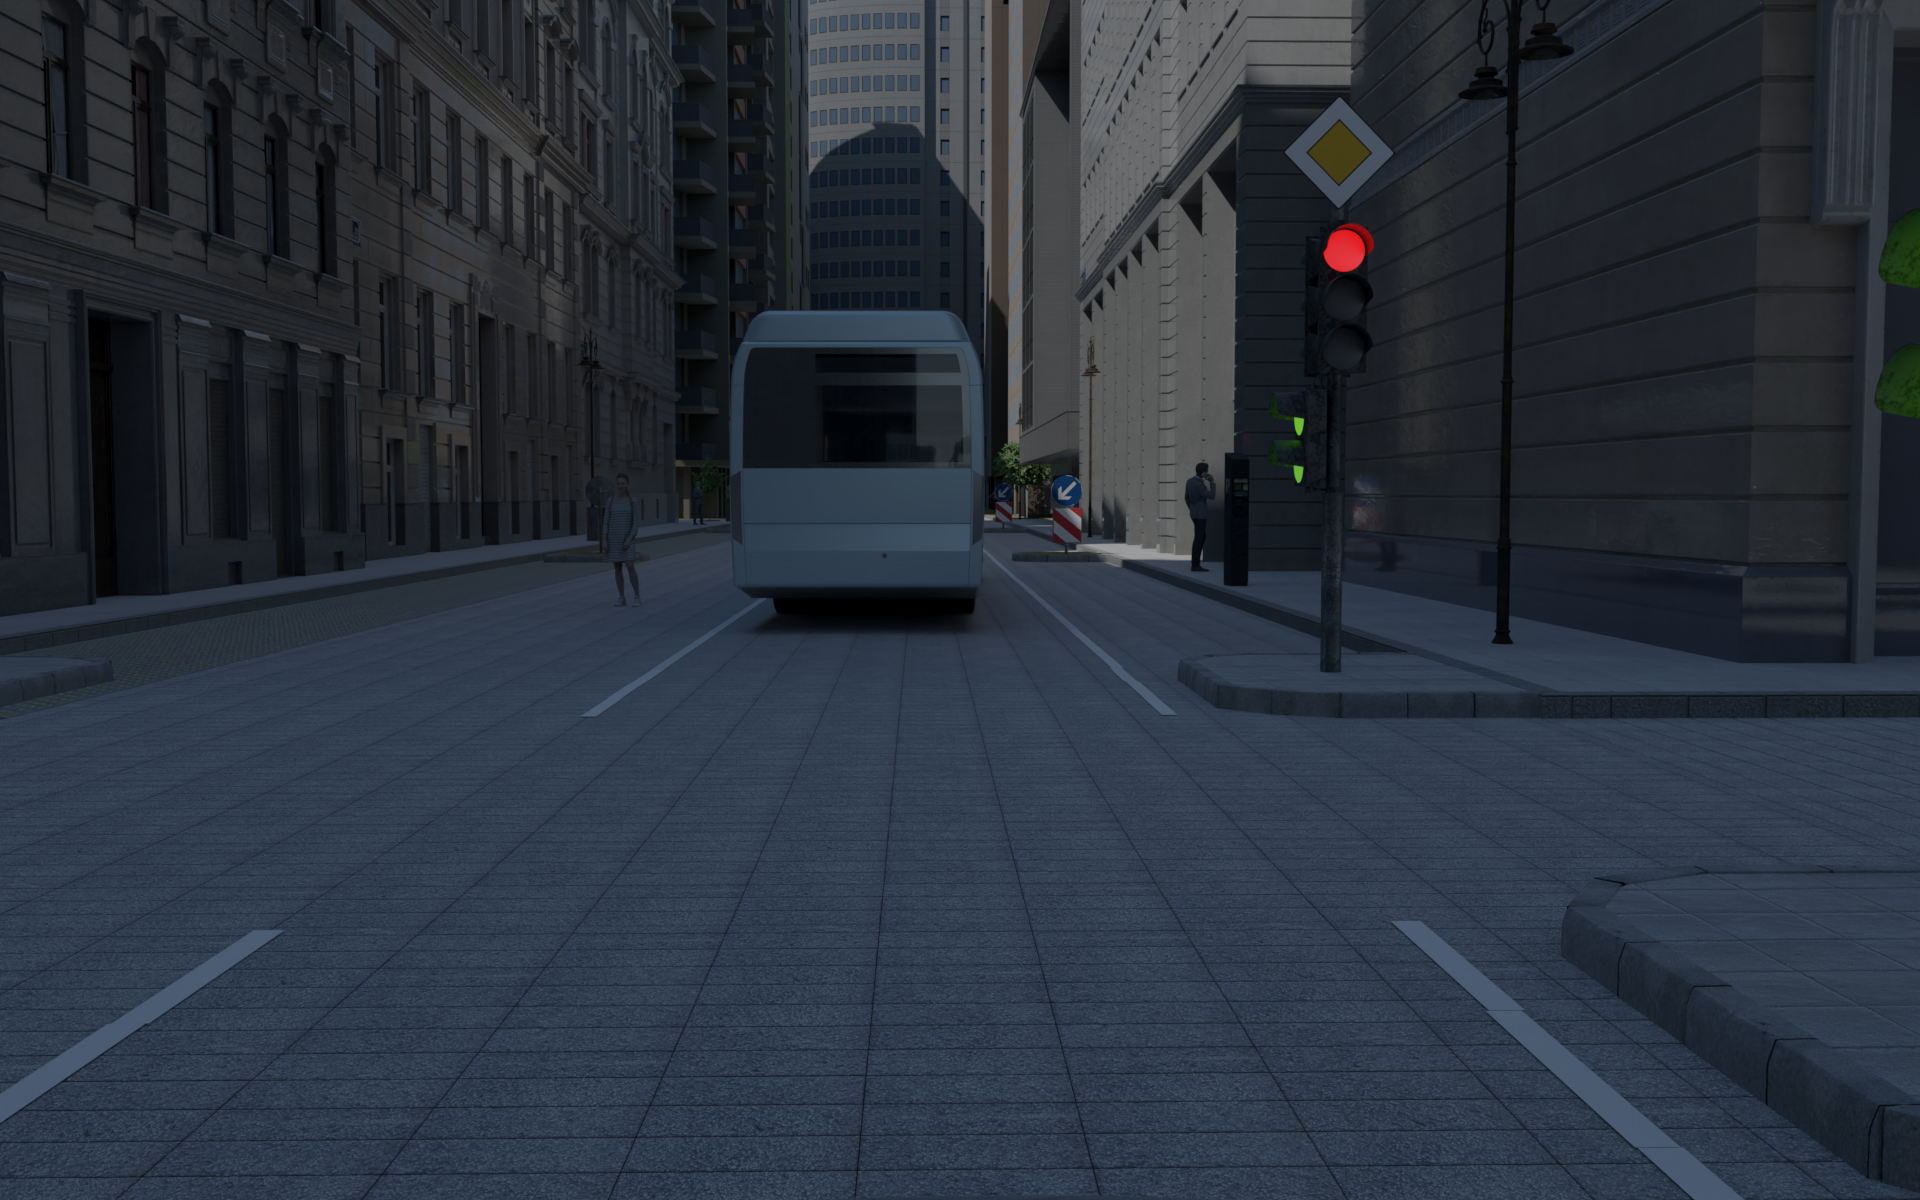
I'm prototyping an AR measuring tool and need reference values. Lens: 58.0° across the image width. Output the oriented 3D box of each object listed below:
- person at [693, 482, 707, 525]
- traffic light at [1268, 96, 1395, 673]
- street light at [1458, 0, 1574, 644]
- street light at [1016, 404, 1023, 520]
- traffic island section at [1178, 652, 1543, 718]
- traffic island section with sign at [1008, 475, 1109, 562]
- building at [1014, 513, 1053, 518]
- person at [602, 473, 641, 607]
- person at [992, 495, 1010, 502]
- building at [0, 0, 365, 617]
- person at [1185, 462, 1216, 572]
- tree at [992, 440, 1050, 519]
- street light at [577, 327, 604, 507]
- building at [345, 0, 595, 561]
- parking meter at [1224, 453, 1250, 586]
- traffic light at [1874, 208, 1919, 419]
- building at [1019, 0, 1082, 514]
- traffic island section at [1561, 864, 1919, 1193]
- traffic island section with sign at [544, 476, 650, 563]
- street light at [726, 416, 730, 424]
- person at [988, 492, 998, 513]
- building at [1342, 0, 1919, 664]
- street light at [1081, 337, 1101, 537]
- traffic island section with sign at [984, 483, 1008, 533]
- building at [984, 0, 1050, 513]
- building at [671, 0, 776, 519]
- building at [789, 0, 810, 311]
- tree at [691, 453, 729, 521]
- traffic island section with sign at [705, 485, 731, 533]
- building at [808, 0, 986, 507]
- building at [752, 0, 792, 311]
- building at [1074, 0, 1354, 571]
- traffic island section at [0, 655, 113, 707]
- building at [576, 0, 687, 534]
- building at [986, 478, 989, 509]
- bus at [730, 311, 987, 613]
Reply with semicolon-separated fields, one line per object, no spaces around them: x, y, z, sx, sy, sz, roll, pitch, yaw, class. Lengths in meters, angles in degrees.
-10.830;-4.031;72.128;0.590;1.801;0.661;1;4;20;person
2.658;-1.436;12.400;0.839;4.253;0.868;0;4;-1;traffic light
4.656;-2.563;14.691;0.468;5.910;1.993;0;4;-1;street light
3.009;-6.982;86.940;0.468;5.910;1.993;0;4;-1;street light
2.699;0.597;12.515;2.009;0.180;2.903;0;4;-1;traffic island section
2.134;-1.757;37.348;1.989;1.847;2.006;0;4;-1;traffic island section with sign
10.043;-27.464;99.145;14.600;45.320;14.200;0;4;-1;building
-4.311;-0.773;22.150;0.512;1.701;0.522;0;4;3;person
2.694;-6.586;114.447;1.217;1.735;0.721;1;4;19;person
-14.756;-10.467;20.290;9.793;20.994;18.267;0;4;-1;building
3.989;-1.377;28.746;0.473;1.802;0.592;0;4;-1;person
3.400;-6.583;91.342;4.285;4.588;4.351;0;3;0;tree
-10.222;-4.607;48.105;0.468;5.910;1.993;0;4;-1;street light
-17.197;-14.950;41.691;12.463;27.353;25.104;0;4;-1;building
3.863;-1.131;24.199;0.255;1.863;0.399;-1;4;-10;parking meter
2.844;-0.948;4.417;0.839;4.253;0.868;0;4;-1;traffic light
10.428;-15.520;72.812;14.314;24.678;30.058;0;4;-1;building
2.884;1.086;4.532;2.009;0.180;2.903;0;4;-1;traffic island section
-7.692;-1.732;36.939;1.989;1.847;2.006;0;4;-1;traffic island section with sign
-11.031;-6.800;83.966;0.468;5.910;1.993;0;4;-1;street light
2.447;-6.854;118.812;1.217;1.736;0.721;2;4;30;person
15.487;-14.237;18.677;20.117;28.700;13.634;0;4;-1;building
3.847;-4.790;51.099;0.468;5.910;1.993;0;4;-1;street light
1.482;-3.423;64.587;1.989;1.847;2.006;0;4;-1;traffic island section with sign
9.173;-30.078;141.880;14.600;45.320;14.200;0;4;-1;building
-22.516;-27.306;101.076;22.147;44.769;28.867;0;4;-1;building
-26.696;-34.172;147.944;27.495;52.752;28.713;0;4;-1;building
-11.944;-5.322;81.623;1.663;3.219;1.824;0;3;0;tree
-8.309;-3.380;63.887;1.989;1.847;2.006;0;4;-1;traffic island section with sign
-5.711;-39.073;180.848;28.212;58.520;21.231;0;4;-1;building
-19.534;-26.883;123.136;14.154;41.232;14.086;0;4;-1;building
9.721;-16.220;42.696;11.434;29.767;29.804;0;4;-1;building
-7.440;0.611;12.285;2.009;0.180;2.903;0;4;-1;traffic island section
-18.620;-17.035;65.912;14.401;28.519;23.554;0;4;-1;building
9.312;-23.533;156.467;14.160;30.474;14.107;0;4;-1;building
-1.019;-1.784;24.025;2.948;3.499;13.247;0;4;0;bus
